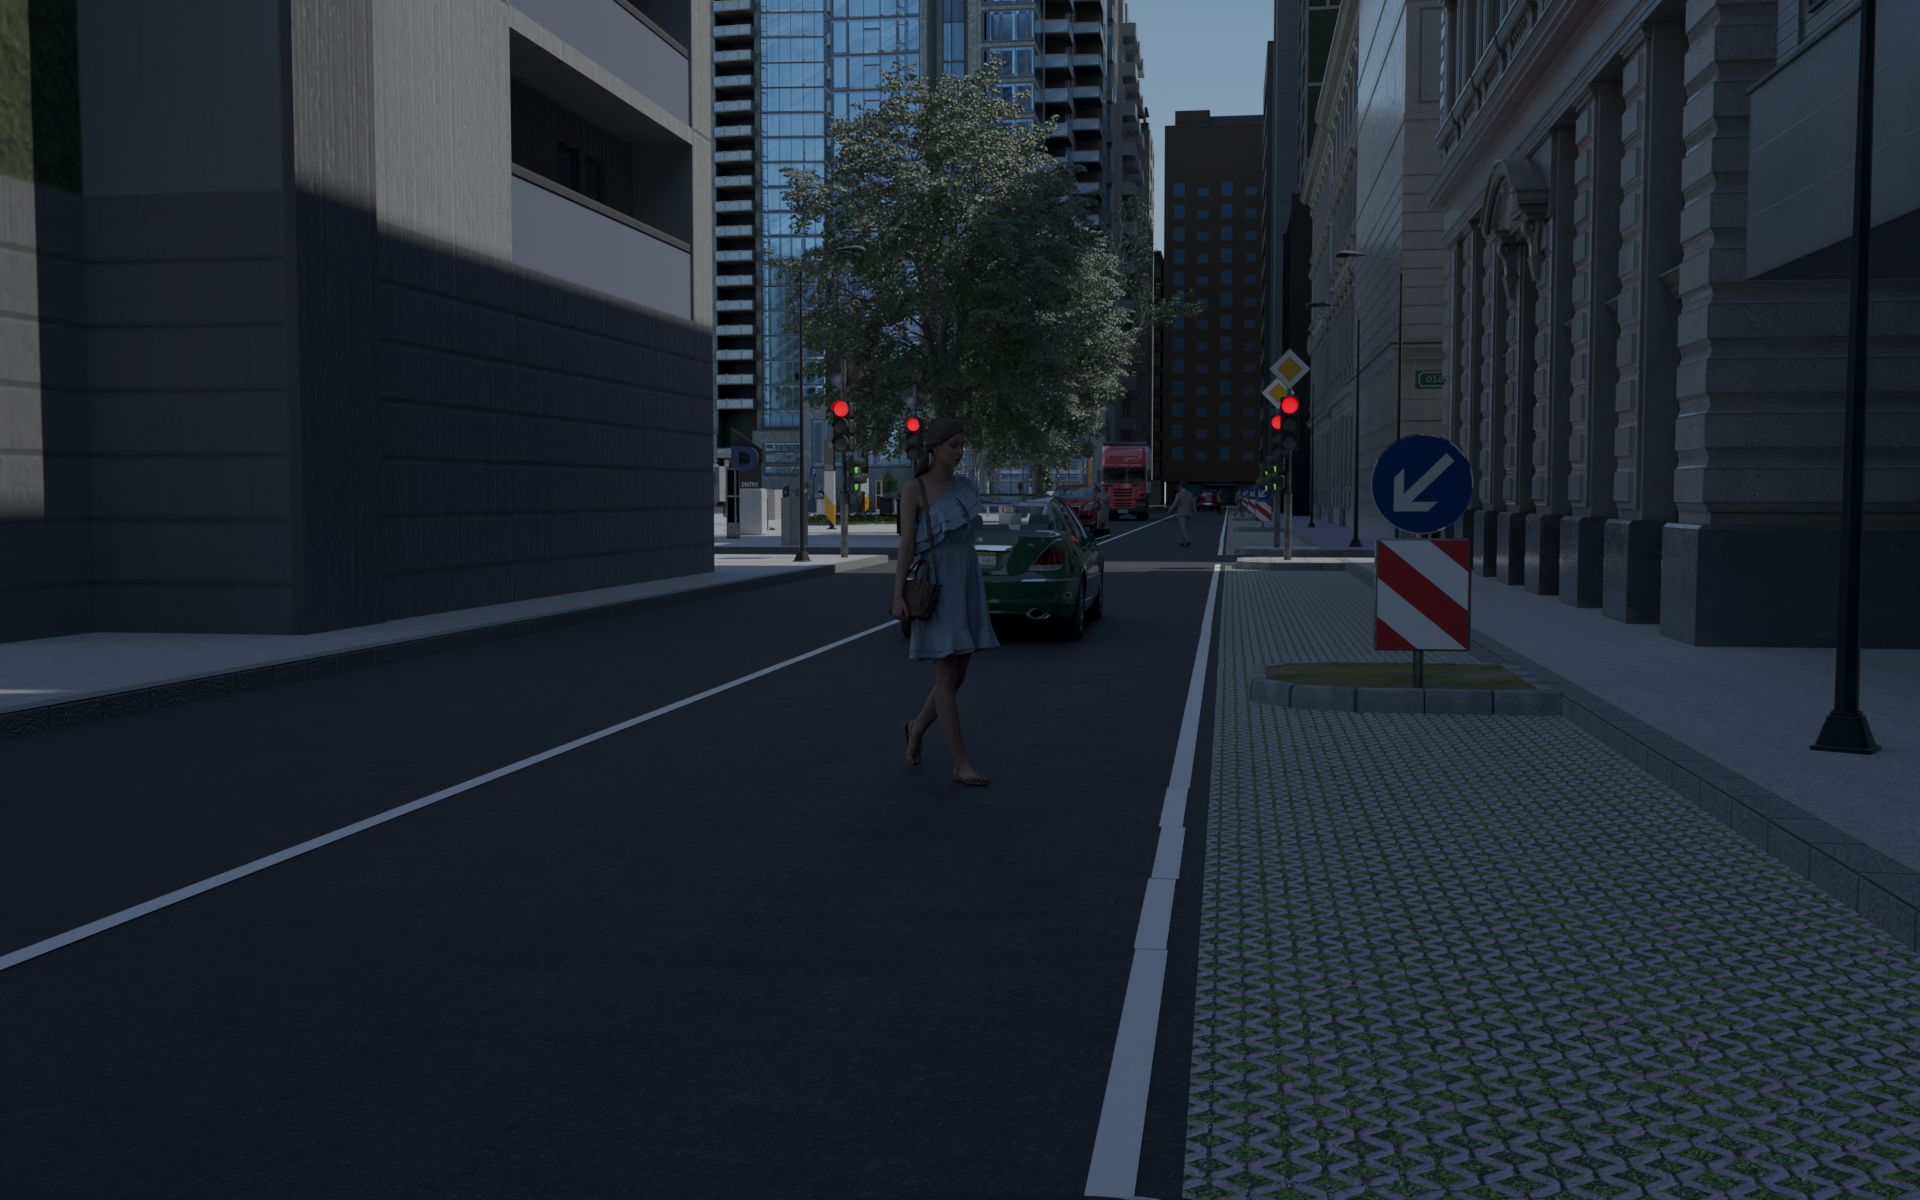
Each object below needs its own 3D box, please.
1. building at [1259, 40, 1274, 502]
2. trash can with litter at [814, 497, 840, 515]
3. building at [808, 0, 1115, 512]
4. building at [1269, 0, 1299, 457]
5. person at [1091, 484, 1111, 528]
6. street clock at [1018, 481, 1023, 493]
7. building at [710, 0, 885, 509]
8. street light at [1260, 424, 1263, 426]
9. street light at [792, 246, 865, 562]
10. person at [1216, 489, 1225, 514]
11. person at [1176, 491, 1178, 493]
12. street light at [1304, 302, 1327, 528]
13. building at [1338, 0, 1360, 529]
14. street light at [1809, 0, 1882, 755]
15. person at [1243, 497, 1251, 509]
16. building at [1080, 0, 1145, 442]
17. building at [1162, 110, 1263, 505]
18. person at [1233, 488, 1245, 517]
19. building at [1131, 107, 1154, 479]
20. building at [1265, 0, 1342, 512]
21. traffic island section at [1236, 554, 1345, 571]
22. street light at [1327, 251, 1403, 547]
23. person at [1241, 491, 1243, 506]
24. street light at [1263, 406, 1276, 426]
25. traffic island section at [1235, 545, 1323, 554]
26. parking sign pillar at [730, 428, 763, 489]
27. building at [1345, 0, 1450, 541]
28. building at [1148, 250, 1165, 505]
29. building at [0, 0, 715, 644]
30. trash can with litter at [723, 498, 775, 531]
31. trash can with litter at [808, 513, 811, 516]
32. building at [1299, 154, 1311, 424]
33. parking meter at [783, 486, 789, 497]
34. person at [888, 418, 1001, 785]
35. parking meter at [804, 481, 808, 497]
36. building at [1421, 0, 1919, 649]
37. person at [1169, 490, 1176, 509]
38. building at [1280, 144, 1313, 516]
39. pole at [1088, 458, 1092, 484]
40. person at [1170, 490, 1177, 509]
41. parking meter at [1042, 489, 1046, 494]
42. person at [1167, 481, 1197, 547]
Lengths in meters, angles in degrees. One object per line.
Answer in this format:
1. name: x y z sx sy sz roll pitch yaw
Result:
1. building: 41.849 -33.860 177.316 21.300 48.544 21.600 1 4 9
2. trash can with litter: -7.658 -5.369 98.840 2.233 1.210 1.678 1 4 17
3. building: 1.210 -50.137 132.416 22.319 86.520 31.000 1 4 9
4. building: 38.123 -37.335 152.431 21.231 58.520 28.212 1 4 9
5. person: 4.857 -3.123 59.912 0.716 1.782 0.532 1 4 20
6. street clock: 3.450 -5.785 99.151 0.358 2.002 0.471 1 4 9
7. building: -23.380 -53.413 185.967 31.000 86.520 22.319 1 4 9
8. street light: 20.669 -8.740 115.441 1.470 5.913 1.316 1 4 9
9. street light: -2.465 -3.676 32.638 1.470 5.913 1.316 1 4 9
10. person: 18.437 -6.993 122.931 0.705 1.812 1.348 -1 4 -13
11. person: 21.246 -9.875 170.671 0.721 1.736 1.217 1 4 8
12. street light: 9.080 -4.248 41.994 1.470 5.913 1.316 1 4 9
13. building: 20.092 -14.136 67.276 11.583 22.565 21.152 1 4 9
14. street light: 3.914 -2.206 8.610 1.470 5.913 1.316 1 4 9
15. person: 24.374 -8.549 148.285 1.348 1.824 0.705 -3 4 -39
16. building: 5.821 -33.289 163.883 23.786 49.044 30.456 1 4 9
17. building: 31.459 -33.927 204.819 14.200 45.320 14.600 1 4 9
18. person: 17.500 -6.108 108.474 0.850 1.850 0.679 -1 4 -10
19. building: 13.679 -30.733 186.080 14.086 41.232 14.154 1 4 9
20. building: 33.530 -42.190 128.057 20.563 71.187 20.611 1 4 9
21. traffic island section: 6.382 -0.695 33.641 2.009 0.180 2.903 1 4 9
22. street light: 7.862 -3.709 33.182 1.470 5.913 1.316 1 4 9
23. person: 26.945 -9.531 165.051 1.217 1.743 0.721 3 4 38
24. street light: 16.878 -7.262 91.279 1.470 5.913 1.316 1 4 9
25. traffic island section: 7.612 -1.177 41.531 2.009 0.180 2.903 1 4 9
26. parking sign pillar: -8.643 -4.998 70.194 1.447 3.967 1.447 0 4 2
27. building: 32.811 -16.419 44.862 44.131 29.872 17.030 1 4 9
28. building: 17.470 -26.650 207.420 14.107 30.474 14.160 1 4 9
29. building: -18.572 -29.511 24.511 28.212 58.520 21.231 1 4 9
30. trash can with litter: -7.410 -3.059 61.072 2.233 1.210 1.678 -2 4 -32
31. trash can with litter: -8.815 -5.146 95.528 0.624 1.170 1.055 -2 4 -26
32. building: 23.570 -15.431 88.455 11.583 22.565 21.152 1 4 9
33. parking meter: -11.989 -6.956 119.434 0.399 1.863 0.255 1 4 15
34. person: -0.124 -0.008 8.720 0.616 1.811 0.778 -2 4 -35
35. parking meter: -6.964 -4.367 77.115 0.255 1.863 0.399 3 5 42
36. building: 12.330 -11.826 22.230 11.050 23.489 19.941 1 4 9
37. person: 20.737 -9.762 168.113 0.705 1.822 1.348 2 4 35
38. building: 26.327 -16.942 106.683 12.332 23.373 15.834 1 4 9
39. pole: 7.119 -6.165 94.641 0.158 3.312 0.155 0 3 0
40. person: 20.423 -9.512 164.037 1.348 1.821 0.705 2 4 33
41. parking meter: 3.848 -4.432 80.873 0.372 1.533 0.369 0 3 0
42. person: 6.097 -2.349 47.176 0.678 1.792 0.850 -2 4 -25
